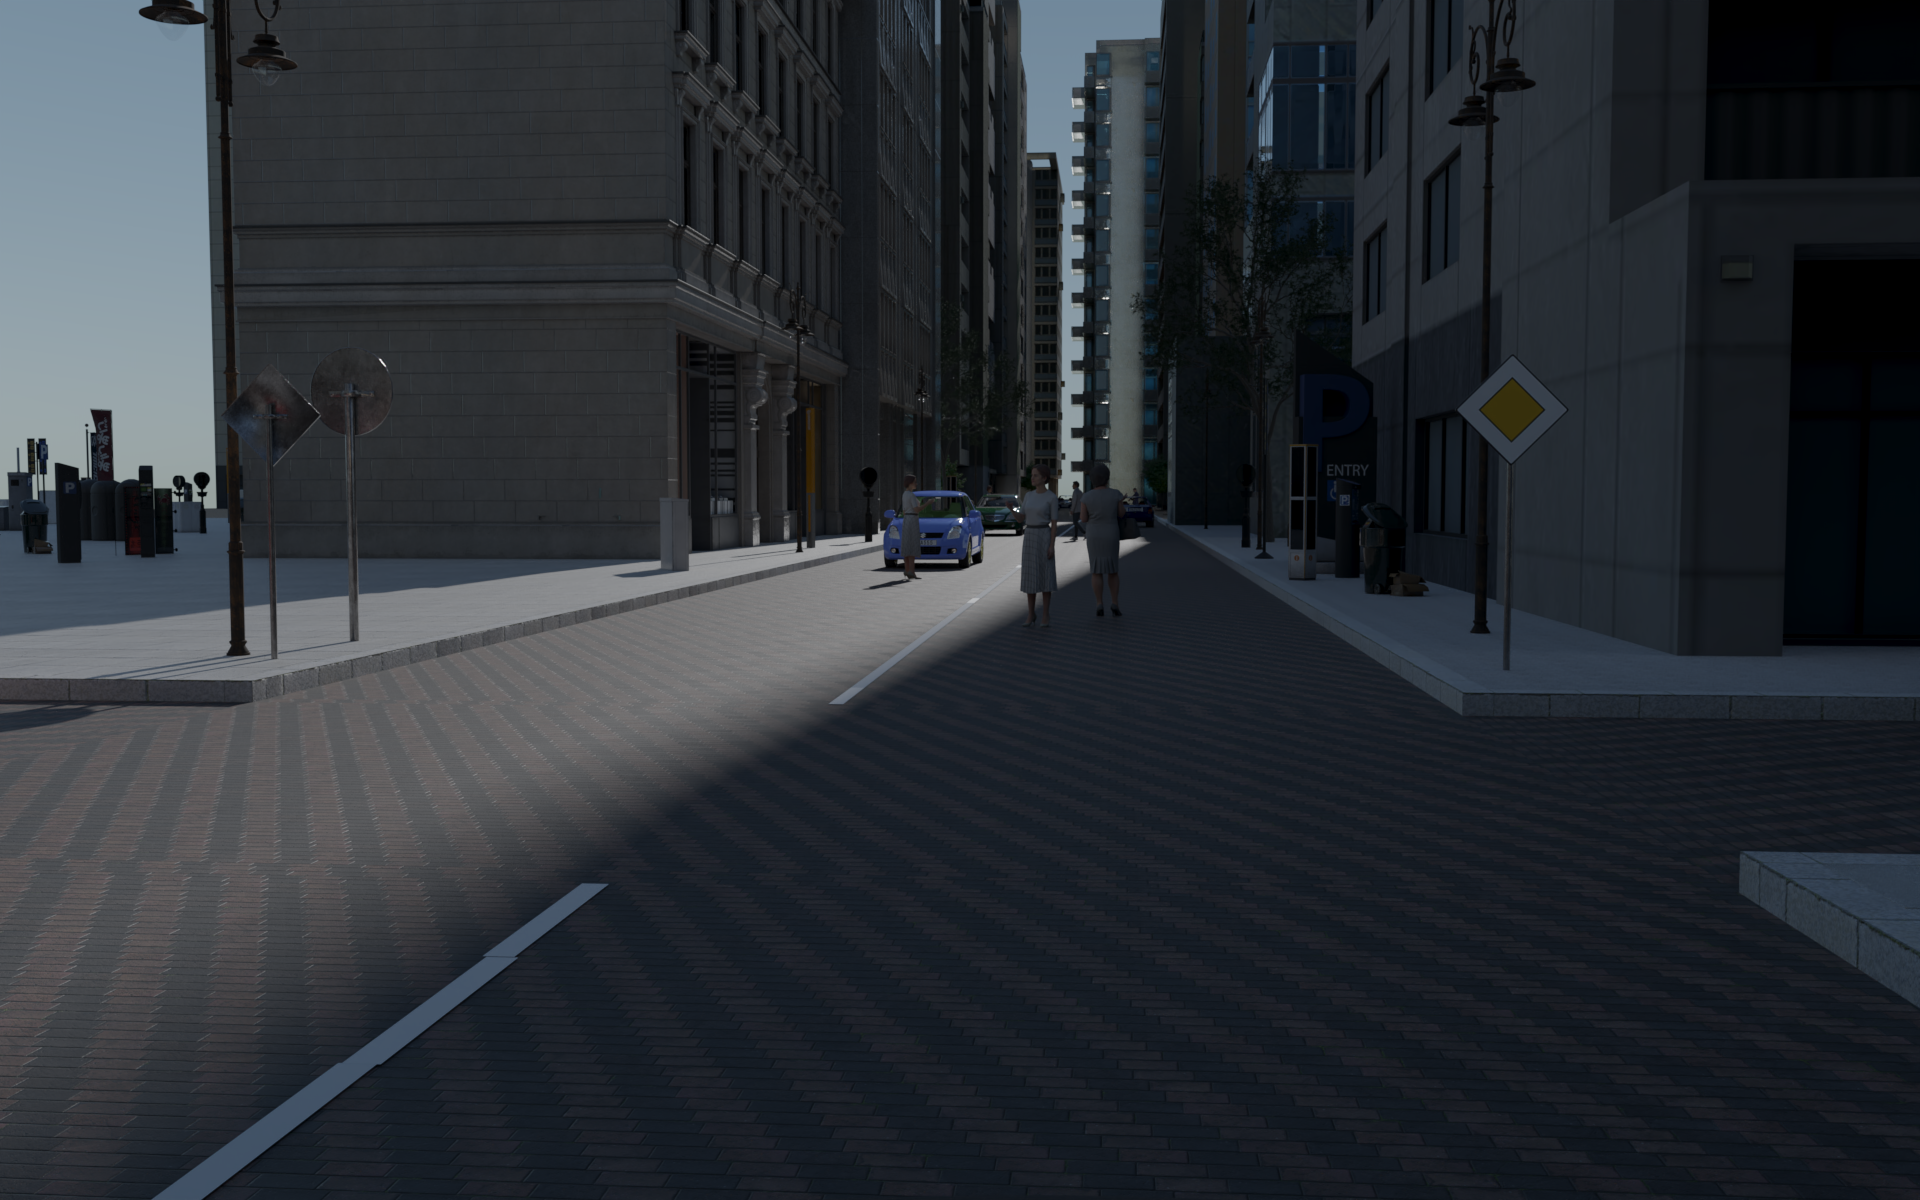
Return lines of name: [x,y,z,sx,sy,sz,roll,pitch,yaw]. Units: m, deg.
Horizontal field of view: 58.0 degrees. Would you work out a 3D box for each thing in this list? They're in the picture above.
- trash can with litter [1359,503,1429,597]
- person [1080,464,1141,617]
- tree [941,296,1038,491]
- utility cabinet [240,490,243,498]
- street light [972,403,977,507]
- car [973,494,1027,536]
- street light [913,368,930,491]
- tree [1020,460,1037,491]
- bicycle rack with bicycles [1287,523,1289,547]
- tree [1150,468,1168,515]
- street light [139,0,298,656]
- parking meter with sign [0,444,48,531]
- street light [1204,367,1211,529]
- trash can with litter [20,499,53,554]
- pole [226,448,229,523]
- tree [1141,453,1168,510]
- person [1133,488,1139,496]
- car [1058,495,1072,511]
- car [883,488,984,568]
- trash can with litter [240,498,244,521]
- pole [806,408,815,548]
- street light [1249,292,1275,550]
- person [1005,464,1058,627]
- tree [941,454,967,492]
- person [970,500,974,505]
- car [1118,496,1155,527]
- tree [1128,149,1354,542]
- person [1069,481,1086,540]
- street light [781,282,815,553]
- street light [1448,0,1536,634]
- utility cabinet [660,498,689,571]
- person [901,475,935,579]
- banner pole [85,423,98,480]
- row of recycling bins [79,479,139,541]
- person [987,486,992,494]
trash can with litter: [5.580,-0.654,22.078,0.624,1.170,1.055,-2,4,-25]
person: [1.769,-0.705,20.390,0.716,1.782,0.532,0,4,4]
tree: [-0.585,-8.839,78.922,8.767,10.594,7.601,0,4,5]
utility cabinet: [-36.927,-4.972,89.976,1.173,1.500,0.318,1,4,10]
street light: [0.777,-6.913,85.823,0.468,5.910,1.993,0,4,5]
car: [1.425,-3.026,61.281,2.131,1.459,4.920,0,4,6]
street light: [-1.365,-5.476,62.323,0.468,5.910,1.993,0,4,5]
tree: [6.903,-11.116,165.464,4.285,4.588,4.351,0,3,0]
bicycle rack with bicycles: [9.476,-1.773,42.371,2.925,0.926,2.852,-3,5,-45]
tree: [12.982,-6.801,105.791,1.663,3.219,1.824,0,3,0]
street light: [-5.747,-2.497,13.616,0.468,5.910,1.993,0,4,5]
parking meter with sign: [-32.737,-3.920,60.346,1.738,3.016,0.543,0,4,1]
street light: [9.019,-5.537,63.318,0.468,5.910,1.993,0,4,5]
trash can with litter: [-19.858,-1.591,37.406,0.624,1.170,1.055,-3,5,-45]
pole: [-32.297,-5.058,76.546,0.158,3.312,0.155,0,3,0]
tree: [15.956,-9.398,137.363,4.285,4.588,4.351,0,3,0]
person: [9.400,-5.197,93.916,0.568,1.767,0.683,1,4,20]
car: [9.122,-8.348,149.065,1.945,1.354,3.894,0,4,6]
car: [-0.500,-1.543,34.820,1.945,1.707,3.694,0,4,6]
trash can with litter: [-23.023,-2.716,55.792,0.624,1.170,1.055,-1,4,-19]
pole: [-3.549,-2.893,41.143,0.158,3.312,0.155,0,3,0]
street light: [6.916,-4.100,39.815,0.468,5.910,1.993,0,4,5]
person: [0.790,-0.586,18.658,0.480,1.755,0.524,2,4,30]
tree: [-0.471,-5.483,84.255,1.663,3.219,1.824,0,3,0]
person: [0.237,-2.270,50.299,0.352,1.250,0.332,1,4,13]
car: [7.579,-3.868,75.823,1.945,1.354,3.894,0,4,4]
tree: [8.372,-6.834,46.154,8.767,10.594,7.601,1,4,17]
person: [3.716,-2.783,53.842,0.795,1.843,0.661,2,4,34]
street light: [-3.531,-3.984,37.918,0.468,5.910,1.993,0,4,5]
street light: [4.800,-2.631,15.803,0.468,5.910,1.993,0,4,5]
utility cabinet: [-4.821,-1.108,29.276,0.306,1.237,1.020,-1,4,-21]
person: [-0.738,-1.229,29.161,0.524,1.755,0.480,-2,4,-27]
banner pole: [-30.917,-4.387,61.738,0.401,3.779,0.863,1,4,11]
row of recycling bins: [-23.692,-2.493,47.880,3.534,1.692,1.069,2,4,33]
person: [1.258,-3.625,68.343,0.524,1.755,0.480,0,4,-3]
